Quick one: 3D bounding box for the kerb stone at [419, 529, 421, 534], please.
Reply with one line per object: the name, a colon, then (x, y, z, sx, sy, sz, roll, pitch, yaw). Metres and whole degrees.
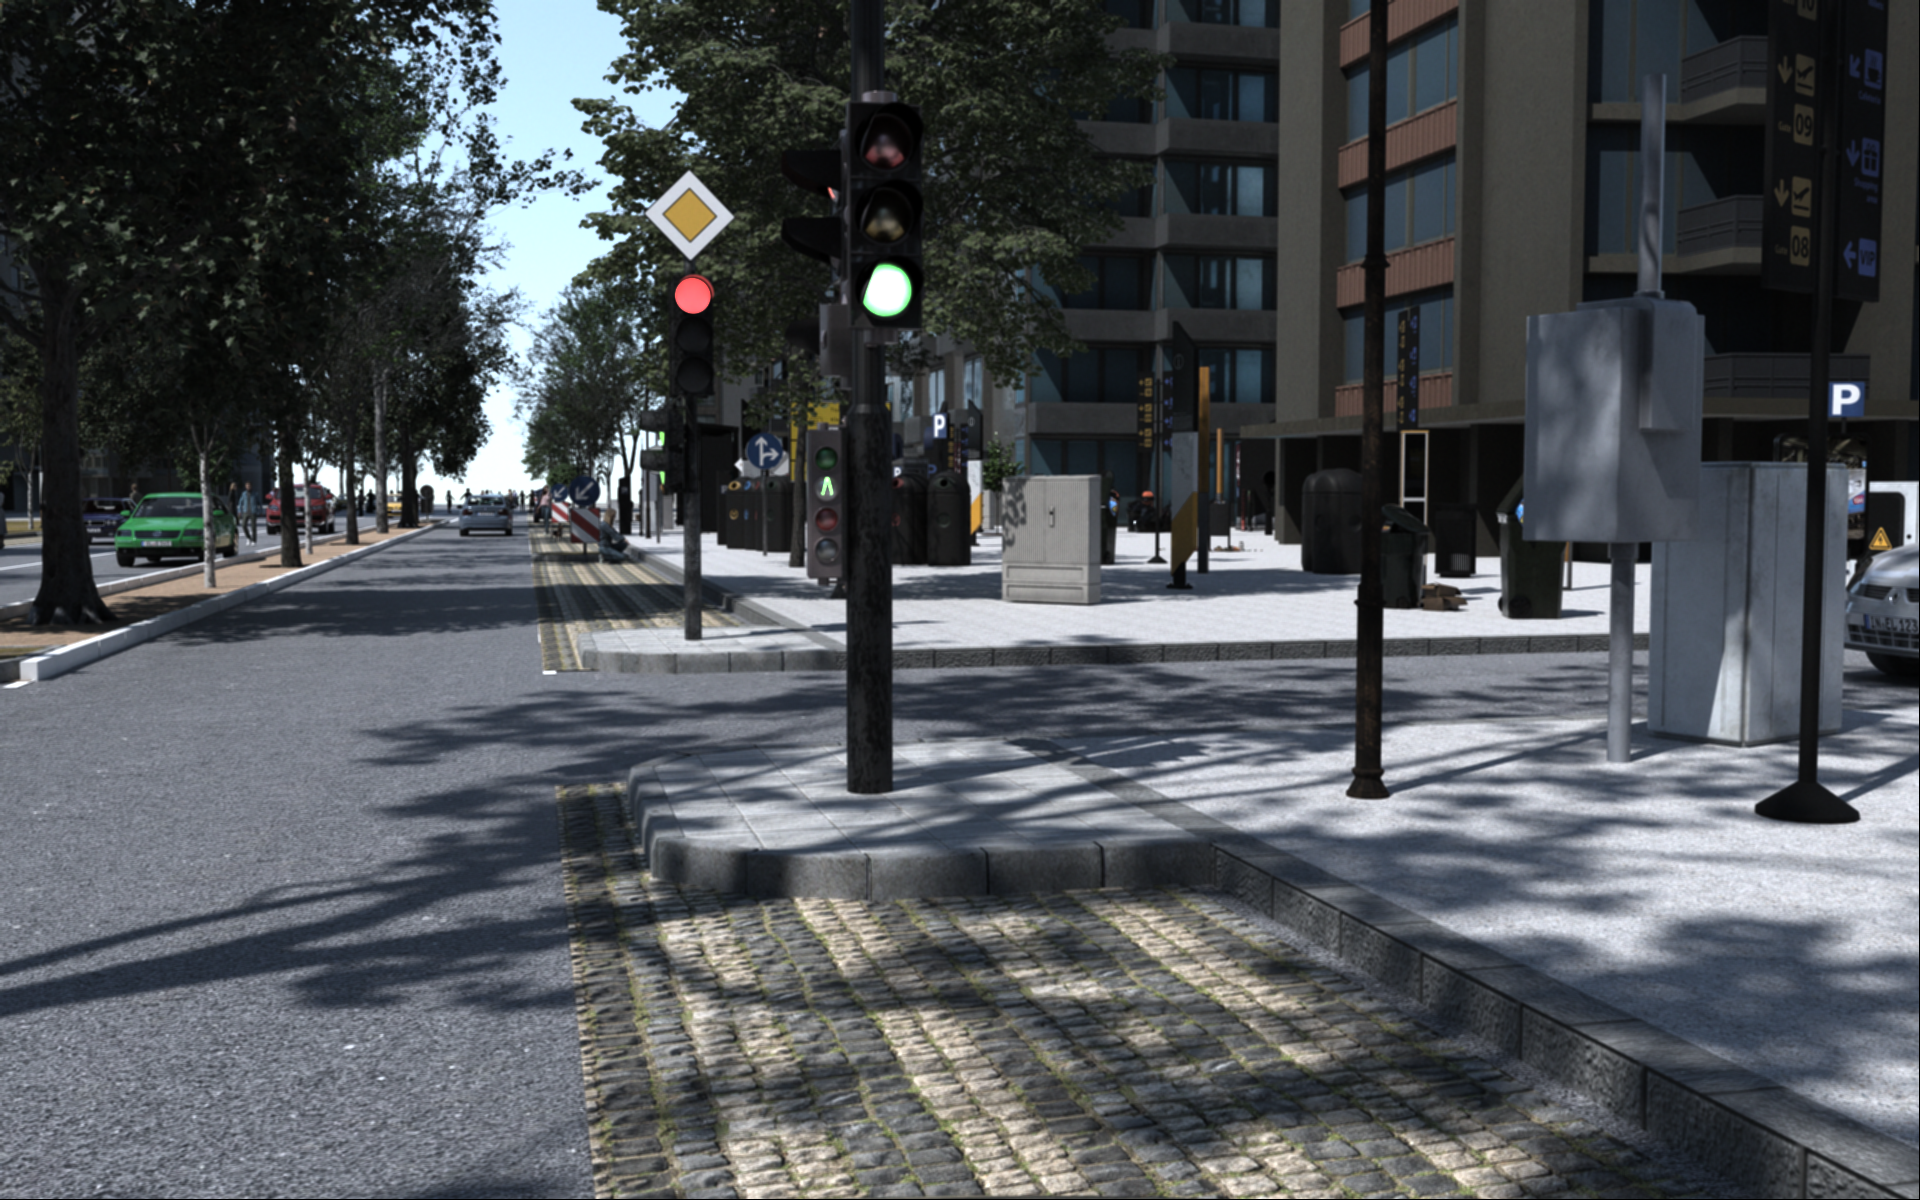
kerb stone: (-18.982, -2.338, 60.429, 0.120, 0.150, 1.000, -1, 4, -14)

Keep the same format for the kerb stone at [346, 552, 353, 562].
kerb stone: (-12.986, -0.880, 36.585, 0.120, 0.150, 1.000, -1, 4, -14)

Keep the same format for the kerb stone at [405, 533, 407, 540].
kerb stone: (-17.240, -1.911, 53.474, 0.120, 0.150, 1.000, -1, 4, -14)

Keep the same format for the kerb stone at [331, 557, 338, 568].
kerb stone: (-12.236, -0.698, 33.604, 0.120, 0.150, 1.000, -1, 4, -14)

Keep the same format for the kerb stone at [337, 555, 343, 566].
kerb stone: (-12.487, -0.758, 34.595, 0.120, 0.150, 1.000, -1, 4, -14)

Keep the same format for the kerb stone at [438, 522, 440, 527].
kerb stone: (-22.239, -3.130, 73.377, 0.120, 0.150, 1.000, -1, 4, -14)

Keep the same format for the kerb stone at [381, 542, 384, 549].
kerb stone: (-14.984, -1.362, 44.545, 0.120, 0.150, 1.000, -1, 4, -14)

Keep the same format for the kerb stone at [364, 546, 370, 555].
kerb stone: (-13.994, -1.121, 40.564, 0.120, 0.150, 1.000, -1, 4, -14)

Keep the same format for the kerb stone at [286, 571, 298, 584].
kerb stone: (-10.742, -0.333, 27.645, 0.120, 0.150, 1.000, -1, 4, -14)

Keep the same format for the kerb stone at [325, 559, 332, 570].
kerb stone: (-11.985, -0.637, 32.610, 0.120, 0.150, 1.000, -1, 4, -14)

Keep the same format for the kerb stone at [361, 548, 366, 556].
kerb stone: (-13.747, -1.061, 39.572, 0.120, 0.150, 1.000, -1, 4, -14)

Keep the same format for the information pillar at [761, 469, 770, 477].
information pillar: (-5.457, -2.663, 48.037, 0.304, 2.012, 0.304, -2, 4, -28)

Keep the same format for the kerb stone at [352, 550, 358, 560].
kerb stone: (-13.238, -0.940, 37.576, 0.120, 0.150, 1.000, -1, 4, -14)

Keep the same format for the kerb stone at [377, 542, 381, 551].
kerb stone: (-14.739, -1.306, 43.553, 0.120, 0.150, 1.000, -1, 4, -14)

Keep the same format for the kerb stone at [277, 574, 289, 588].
kerb stone: (-10.490, -0.270, 26.650, 0.120, 0.150, 1.000, -1, 4, -14)

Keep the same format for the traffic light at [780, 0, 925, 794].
traffic light: (-2.429, -1.962, 6.748, 4.771, 5.953, 1.251, -1, 4, -14)

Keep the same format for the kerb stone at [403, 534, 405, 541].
kerb stone: (-16.986, -1.852, 52.479, 0.120, 0.150, 1.000, -1, 4, -14)

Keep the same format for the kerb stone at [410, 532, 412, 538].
kerb stone: (-17.730, -2.034, 55.458, 0.120, 0.150, 1.000, -1, 4, -14)

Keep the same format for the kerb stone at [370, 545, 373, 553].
kerb stone: (-14.246, -1.183, 41.565, 0.120, 0.150, 1.000, -1, 4, -14)

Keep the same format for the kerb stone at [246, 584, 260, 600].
kerb stone: (-9.733, -0.089, 23.653, 0.120, 0.150, 1.000, -1, 4, -14)

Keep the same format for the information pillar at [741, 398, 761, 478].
information pillar: (-5.140, -3.132, 42.560, 0.504, 3.616, 0.183, -2, 4, -27)

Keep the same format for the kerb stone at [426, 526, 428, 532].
kerb stone: (-19.989, -2.580, 64.423, 0.120, 0.150, 1.000, -1, 4, -14)

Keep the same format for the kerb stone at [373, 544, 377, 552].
kerb stone: (-14.492, -1.246, 42.561, 0.120, 0.150, 1.000, -1, 4, -14)

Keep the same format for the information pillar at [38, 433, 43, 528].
information pillar: (-34.996, -4.567, 66.029, 0.183, 3.616, 0.504, -3, 5, -39)

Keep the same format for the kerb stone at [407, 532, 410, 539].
kerb stone: (-17.484, -1.974, 54.466, 0.120, 0.150, 1.000, -1, 4, -14)

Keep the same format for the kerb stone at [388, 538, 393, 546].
kerb stone: (-15.734, -1.549, 47.518, 0.120, 0.150, 1.000, -1, 4, -14)

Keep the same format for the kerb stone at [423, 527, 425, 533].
kerb stone: (-19.483, -2.461, 62.439, 0.120, 0.150, 1.000, -1, 4, -14)

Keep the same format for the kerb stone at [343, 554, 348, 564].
kerb stone: (-12.743, -0.819, 35.589, 0.120, 0.150, 1.000, -1, 4, -14)

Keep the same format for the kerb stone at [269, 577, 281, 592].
kerb stone: (-10.233, -0.210, 25.651, 0.120, 0.150, 1.000, -1, 4, -14)

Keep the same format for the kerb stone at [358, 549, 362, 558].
kerb stone: (-13.496, -0.999, 38.576, 0.120, 0.150, 1.000, -1, 4, -14)

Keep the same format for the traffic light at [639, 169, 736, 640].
traffic light: (-2.368, -1.604, 15.140, 0.839, 4.253, 0.868, -1, 4, -14)

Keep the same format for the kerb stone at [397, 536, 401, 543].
kerb stone: (-16.481, -1.727, 50.497, 0.120, 0.150, 1.000, -1, 4, -14)

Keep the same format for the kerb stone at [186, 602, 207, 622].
kerb stone: (-8.738, 0.163, 19.681, 0.120, 0.150, 1.000, -1, 4, -14)

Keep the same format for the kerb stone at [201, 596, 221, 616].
kerb stone: (-8.999, 0.093, 20.676, 0.120, 0.150, 1.000, -1, 4, -14)

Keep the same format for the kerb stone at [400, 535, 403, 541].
kerb stone: (-16.736, -1.792, 51.488, 0.120, 0.150, 1.000, -1, 4, -14)

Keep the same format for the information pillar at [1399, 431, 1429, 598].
information pillar: (5.285, -0.961, 20.200, 0.304, 2.012, 0.304, 1, 4, 11)

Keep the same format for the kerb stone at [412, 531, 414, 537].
kerb stone: (-17.985, -2.094, 56.451, 0.120, 0.150, 1.000, -1, 4, -14)

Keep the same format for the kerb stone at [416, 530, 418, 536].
kerb stone: (-18.484, -2.216, 58.444, 0.120, 0.150, 1.000, -1, 4, -14)

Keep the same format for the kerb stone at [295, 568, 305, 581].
kerb stone: (-10.994, -0.394, 28.637, 0.120, 0.150, 1.000, -1, 4, -14)

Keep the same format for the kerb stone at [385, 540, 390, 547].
kerb stone: (-15.495, -1.482, 46.524, 0.120, 0.150, 1.000, -1, 4, -14)

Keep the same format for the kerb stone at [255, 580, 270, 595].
kerb stone: (-9.995, -0.151, 24.657, 0.120, 0.150, 1.000, -1, 4, -14)

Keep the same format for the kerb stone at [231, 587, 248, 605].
kerb stone: (-9.495, -0.028, 22.659, 0.120, 0.150, 1.000, -1, 4, -14)

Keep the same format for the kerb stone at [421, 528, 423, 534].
kerb stone: (-19.237, -2.400, 61.442, 0.120, 0.150, 1.000, -1, 4, -14)

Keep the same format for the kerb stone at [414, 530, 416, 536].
kerb stone: (-18.233, -2.156, 57.443, 0.120, 0.150, 1.000, -1, 4, -14)

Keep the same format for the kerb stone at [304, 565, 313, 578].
kerb stone: (-11.239, -0.451, 29.629, 0.120, 0.150, 1.000, -1, 4, -14)

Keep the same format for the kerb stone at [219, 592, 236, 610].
kerb stone: (-9.242, 0.032, 21.669, 0.120, 0.150, 1.000, -1, 4, -14)

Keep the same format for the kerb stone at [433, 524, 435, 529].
kerb stone: (-21.235, -2.887, 69.398, 0.120, 0.150, 1.000, -1, 4, -14)

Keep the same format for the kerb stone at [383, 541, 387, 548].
kerb stone: (-15.242, -1.419, 45.534, 0.120, 0.150, 1.000, -1, 4, -14)

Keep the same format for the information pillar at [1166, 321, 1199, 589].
information pillar: (3.016, -1.954, 23.302, 0.183, 3.616, 0.504, -2, 4, -30)

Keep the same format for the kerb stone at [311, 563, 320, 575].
kerb stone: (-11.485, -0.515, 30.621, 0.120, 0.150, 1.000, -1, 4, -14)

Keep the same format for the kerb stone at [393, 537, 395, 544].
kerb stone: (-15.992, -1.610, 48.512, 0.120, 0.150, 1.000, -1, 4, -14)

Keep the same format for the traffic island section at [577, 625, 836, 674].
traffic island section: (-2.327, 0.429, 15.264, 2.009, 0.180, 2.903, -1, 4, -14)

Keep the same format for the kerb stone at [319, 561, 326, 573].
kerb stone: (-11.735, -0.576, 31.615, 0.120, 0.150, 1.000, -1, 4, -14)

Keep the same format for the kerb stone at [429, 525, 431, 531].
kerb stone: (-20.486, -2.705, 66.421, 0.120, 0.150, 1.000, -1, 4, -14)

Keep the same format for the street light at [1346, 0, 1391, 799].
street light: (1.733, -2.104, 7.182, 0.468, 5.910, 1.993, -1, 4, -14)

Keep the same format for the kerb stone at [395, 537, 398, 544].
kerb stone: (-16.235, -1.670, 49.505, 0.120, 0.150, 1.000, -1, 4, -14)

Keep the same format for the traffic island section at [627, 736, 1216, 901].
traffic island section: (-0.380, 0.903, 7.519, 2.009, 0.180, 2.903, -1, 4, -14)

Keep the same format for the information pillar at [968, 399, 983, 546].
information pillar: (0.366, -3.135, 42.610, 0.183, 3.616, 0.504, -3, 5, -41)
